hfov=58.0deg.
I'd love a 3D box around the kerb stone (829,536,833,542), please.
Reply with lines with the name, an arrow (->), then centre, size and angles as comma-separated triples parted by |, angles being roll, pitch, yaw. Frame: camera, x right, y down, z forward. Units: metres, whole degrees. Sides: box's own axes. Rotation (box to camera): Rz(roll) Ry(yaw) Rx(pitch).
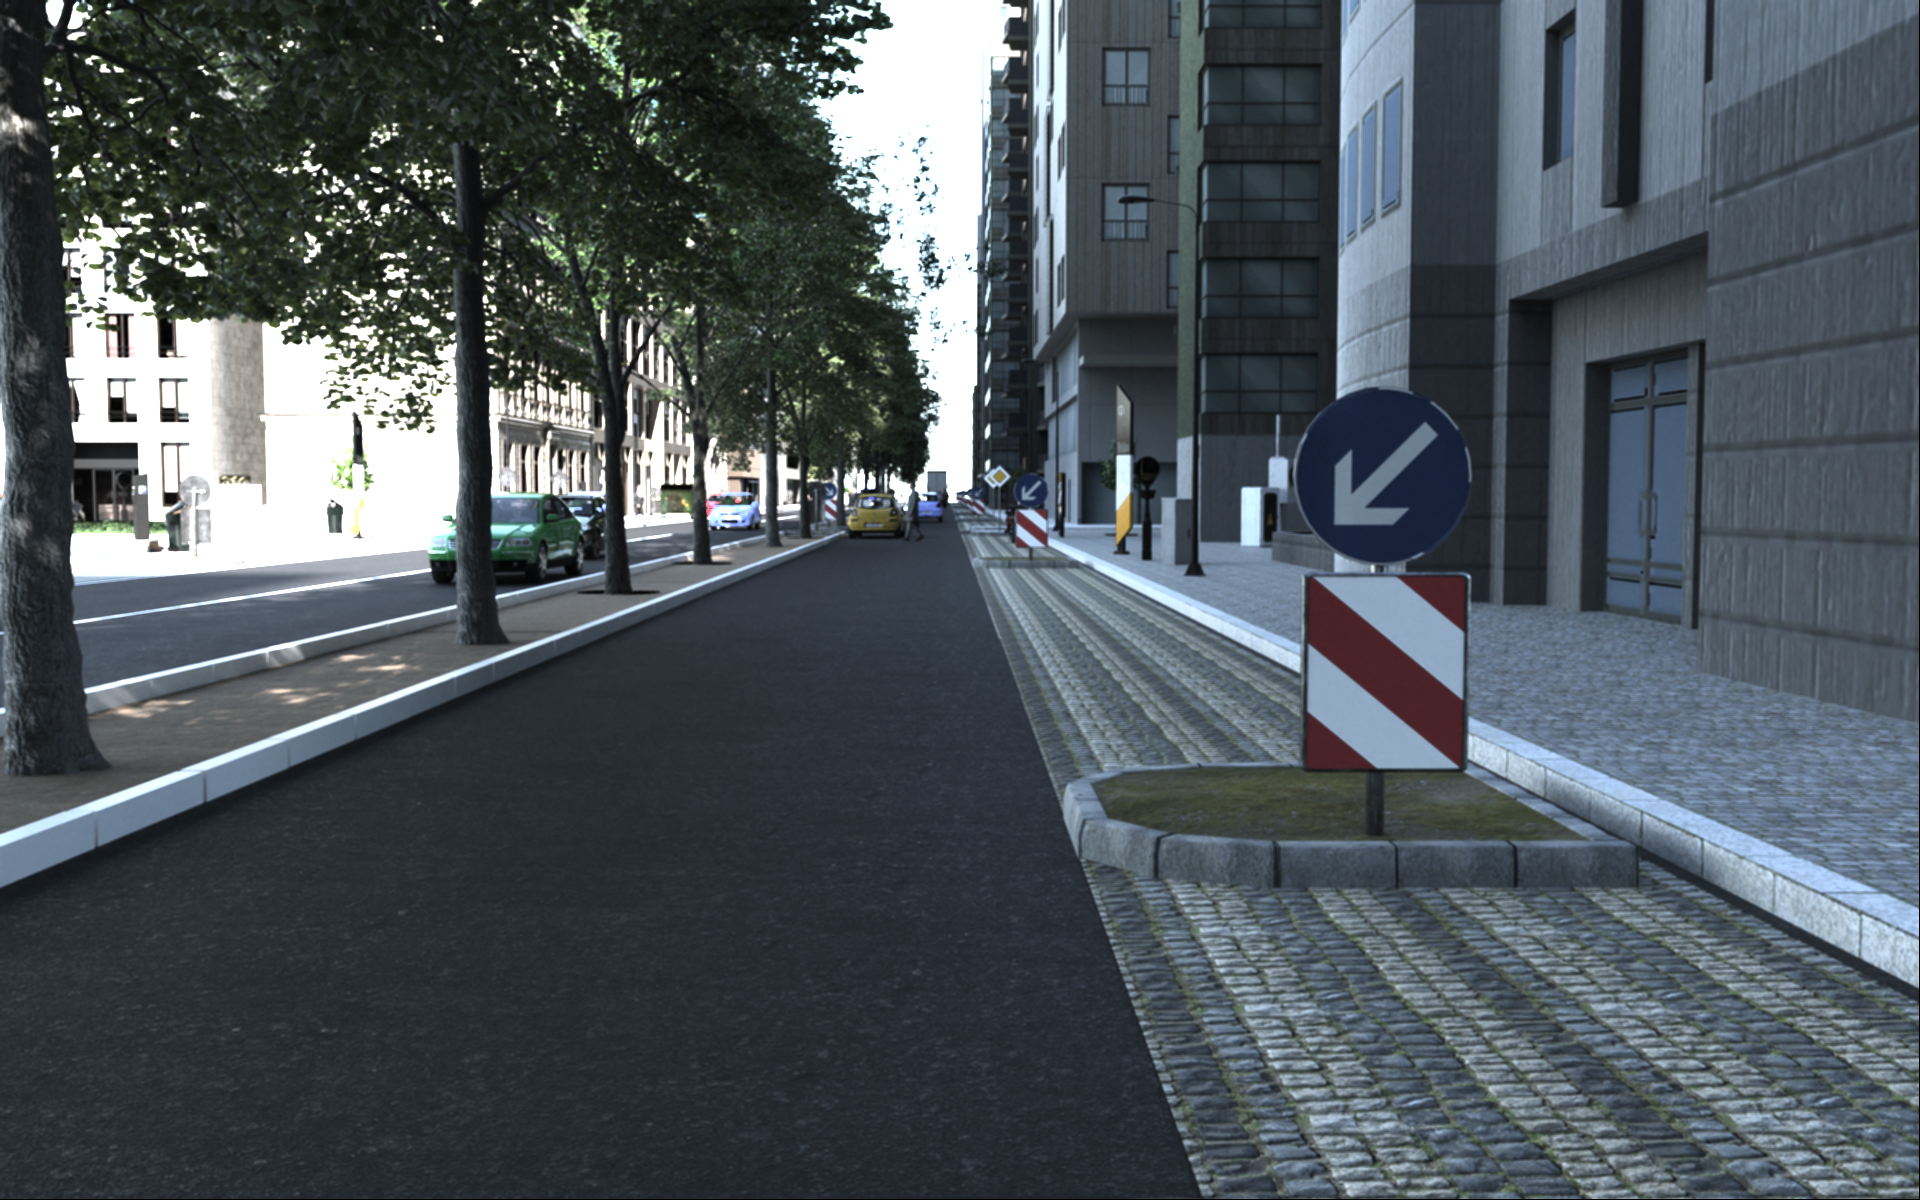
kerb stone -> -3.887, -1.731, 50.570 | 0.120, 0.150, 1.000 | 0, 4, 0

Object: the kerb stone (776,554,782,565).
kerb stone -> -3.770, -0.796, 35.203 | 0.120, 0.150, 1.000 | 0, 4, 0

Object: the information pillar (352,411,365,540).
information pillar -> -16.990, -3.521, 48.926 | 0.183, 3.616, 0.504 | 0, 4, 5

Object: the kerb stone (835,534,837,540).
kerb stone -> -3.899, -1.861, 52.615 | 0.120, 0.150, 1.000 | 0, 4, 0

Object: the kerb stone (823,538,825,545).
kerb stone -> -3.860, -1.548, 47.498 | 0.120, 0.150, 1.000 | 0, 4, 0

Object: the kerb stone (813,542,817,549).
kerb stone -> -3.838, -1.360, 44.430 | 0.120, 0.150, 1.000 | 0, 4, 0

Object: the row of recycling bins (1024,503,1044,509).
row of recycling bins -> 5.578, -5.879, 103.242 | 3.534, 1.692, 1.069 | 1, 4, 11

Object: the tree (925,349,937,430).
tree -> -4.865, -9.251, 71.837 | 7.486, 12.596, 7.792 | 0, 3, 0

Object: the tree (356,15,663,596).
tree -> -5.003, -5.892, 24.542 | 9.928, 11.665, 9.643 | 0, 3, 0

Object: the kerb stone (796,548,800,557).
kerb stone -> -3.801, -1.040, 39.319 | 0.120, 0.150, 1.000 | 0, 4, 0

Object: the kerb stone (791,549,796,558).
kerb stone -> -3.786, -0.984, 38.291 | 0.120, 0.150, 1.000 | 0, 4, 0

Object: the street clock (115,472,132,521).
street clock -> -27.886, -3.254, 57.776 | 0.358, 2.002, 0.471 | 3, 4, 38

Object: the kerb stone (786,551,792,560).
kerb stone -> -3.781, -0.917, 37.264 | 0.120, 0.150, 1.000 | 0, 4, 0

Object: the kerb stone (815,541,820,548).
kerb stone -> -3.843, -1.420, 45.454 | 0.120, 0.150, 1.000 | 0, 4, 0

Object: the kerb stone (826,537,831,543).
kerb stone -> -3.870, -1.669, 49.548 | 0.120, 0.150, 1.000 | 0, 4, 0

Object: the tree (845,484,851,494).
tree -> -19.541, -18.664, 299.760 | 1.663, 3.219, 1.824 | 0, 3, 0

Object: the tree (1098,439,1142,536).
tree -> 5.105, -3.599, 53.438 | 1.663, 3.219, 1.824 | 0, 3, 0

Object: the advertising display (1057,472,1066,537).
advertising display -> 3.036, -2.852, 51.850 | 0.123, 1.923, 0.974 | 0, 4, -4

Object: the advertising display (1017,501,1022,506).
advertising display -> 2.724, -4.531, 79.293 | 0.123, 1.923, 0.974 | 0, 4, -3

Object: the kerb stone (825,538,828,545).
kerb stone -> -3.877, -1.605, 48.520 | 0.120, 0.150, 1.000 | 0, 4, 0

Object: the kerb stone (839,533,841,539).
kerb stone -> -3.914, -1.986, 54.661 | 0.120, 0.150, 1.000 | 0, 4, 0

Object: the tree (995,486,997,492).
tree -> 3.572, -9.185, 144.777 | 1.663, 3.219, 1.824 | 0, 3, 0

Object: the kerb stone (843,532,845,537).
kerb stone -> -3.931, -2.106, 56.706 | 0.120, 0.150, 1.000 | 0, 4, 0

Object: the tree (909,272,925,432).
tree -> -4.962, -7.673, 46.034 | 7.486, 12.596, 7.792 | 0, 3, 0

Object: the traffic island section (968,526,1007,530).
traffic island section -> 1.330, -2.786, 67.835 | 2.009, 0.180, 2.903 | 0, 4, 0

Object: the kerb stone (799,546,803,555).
kerb stone -> -3.810, -1.110, 40.341 | 0.120, 0.150, 1.000 | 0, 4, 0

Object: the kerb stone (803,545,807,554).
kerb stone -> -3.814, -1.172, 41.363 | 0.120, 0.150, 1.000 | 0, 4, 0

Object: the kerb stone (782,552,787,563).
kerb stone -> -3.773, -0.859, 36.235 | 0.120, 0.150, 1.000 | 0, 4, 0

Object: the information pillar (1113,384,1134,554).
information pillar -> 3.494, -2.781, 36.827 | 0.183, 3.616, 0.504 | -2, 4, -33

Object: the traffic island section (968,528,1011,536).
traffic island section -> 1.390, -2.298, 59.850 | 2.009, 0.180, 2.903 | 0, 4, 0

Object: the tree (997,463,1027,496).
tree -> 3.536, -6.799, 105.763 | 1.663, 3.219, 1.824 | 0, 3, 0

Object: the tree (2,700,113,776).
tree -> -4.601, -5.356, 8.154 | 7.486, 12.596, 7.792 | 0, 3, 0

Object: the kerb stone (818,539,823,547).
kerb stone -> -3.846, -1.485, 46.476 | 0.120, 0.150, 1.000 | 0, 4, 0

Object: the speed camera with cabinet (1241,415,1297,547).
speed camera with cabinet -> 7.650, -2.947, 42.519 | 0.660, 3.252, 2.038 | 3, 4, 38

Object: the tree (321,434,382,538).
tree -> -17.699, -3.451, 51.030 | 1.663, 3.219, 1.824 | 0, 3, 0

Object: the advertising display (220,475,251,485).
advertising display -> -24.827, -3.312, 59.365 | 0.974, 1.923, 0.123 | -2, 4, -32

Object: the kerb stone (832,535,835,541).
kerb stone -> -3.888, -1.797, 51.592 | 0.120, 0.150, 1.000 | 0, 4, 0

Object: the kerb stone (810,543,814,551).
kerb stone -> -3.834, -1.293, 43.408 | 0.120, 0.150, 1.000 | 0, 4, 0

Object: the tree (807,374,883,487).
tree -> -5.366, -7.666, 78.153 | 4.737, 8.622, 4.395 | 0, 3, 0

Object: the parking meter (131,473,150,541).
parking meter -> -22.642, -2.578, 47.855 | 0.399, 1.863, 0.255 | -3, 5, -44

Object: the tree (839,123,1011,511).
tree -> -4.176, -14.018, 87.532 | 12.611, 20.169, 13.585 | 0, 3, 0

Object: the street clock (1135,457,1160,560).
street clock -> 3.631, -1.775, 33.591 | 0.471, 2.002, 0.358 | 0, 4, 6

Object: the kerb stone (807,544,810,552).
kerb stone -> -3.828, -1.235, 42.386 | 0.120, 0.150, 1.000 | 0, 4, 0

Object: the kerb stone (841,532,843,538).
kerb stone -> -3.923, -2.048, 55.684 | 0.120, 0.150, 1.000 | 0, 4, 0

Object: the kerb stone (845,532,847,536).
kerb stone -> -3.936, -2.163, 57.739 | 0.120, 0.150, 1.000 | 0, 4, 0

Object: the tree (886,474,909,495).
tree -> -5.427, -11.523, 141.213 | 4.360, 8.622, 3.978 | 0, 3, 0

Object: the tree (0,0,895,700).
tree -> -4.487, -5.819, 15.727 | 7.486, 12.596, 7.792 | 0, 3, 0

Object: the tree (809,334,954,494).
tree -> -5.198, -11.589, 108.952 | 9.611, 12.733, 9.660 | 0, 3, 0

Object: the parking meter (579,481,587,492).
parking meter -> -17.402, -4.540, 79.938 | 0.255, 1.863, 0.399 | -2, 4, -33

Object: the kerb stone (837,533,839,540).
kerb stone -> -3.911, -1.920, 53.637 | 0.120, 0.150, 1.000 | 0, 4, 0
